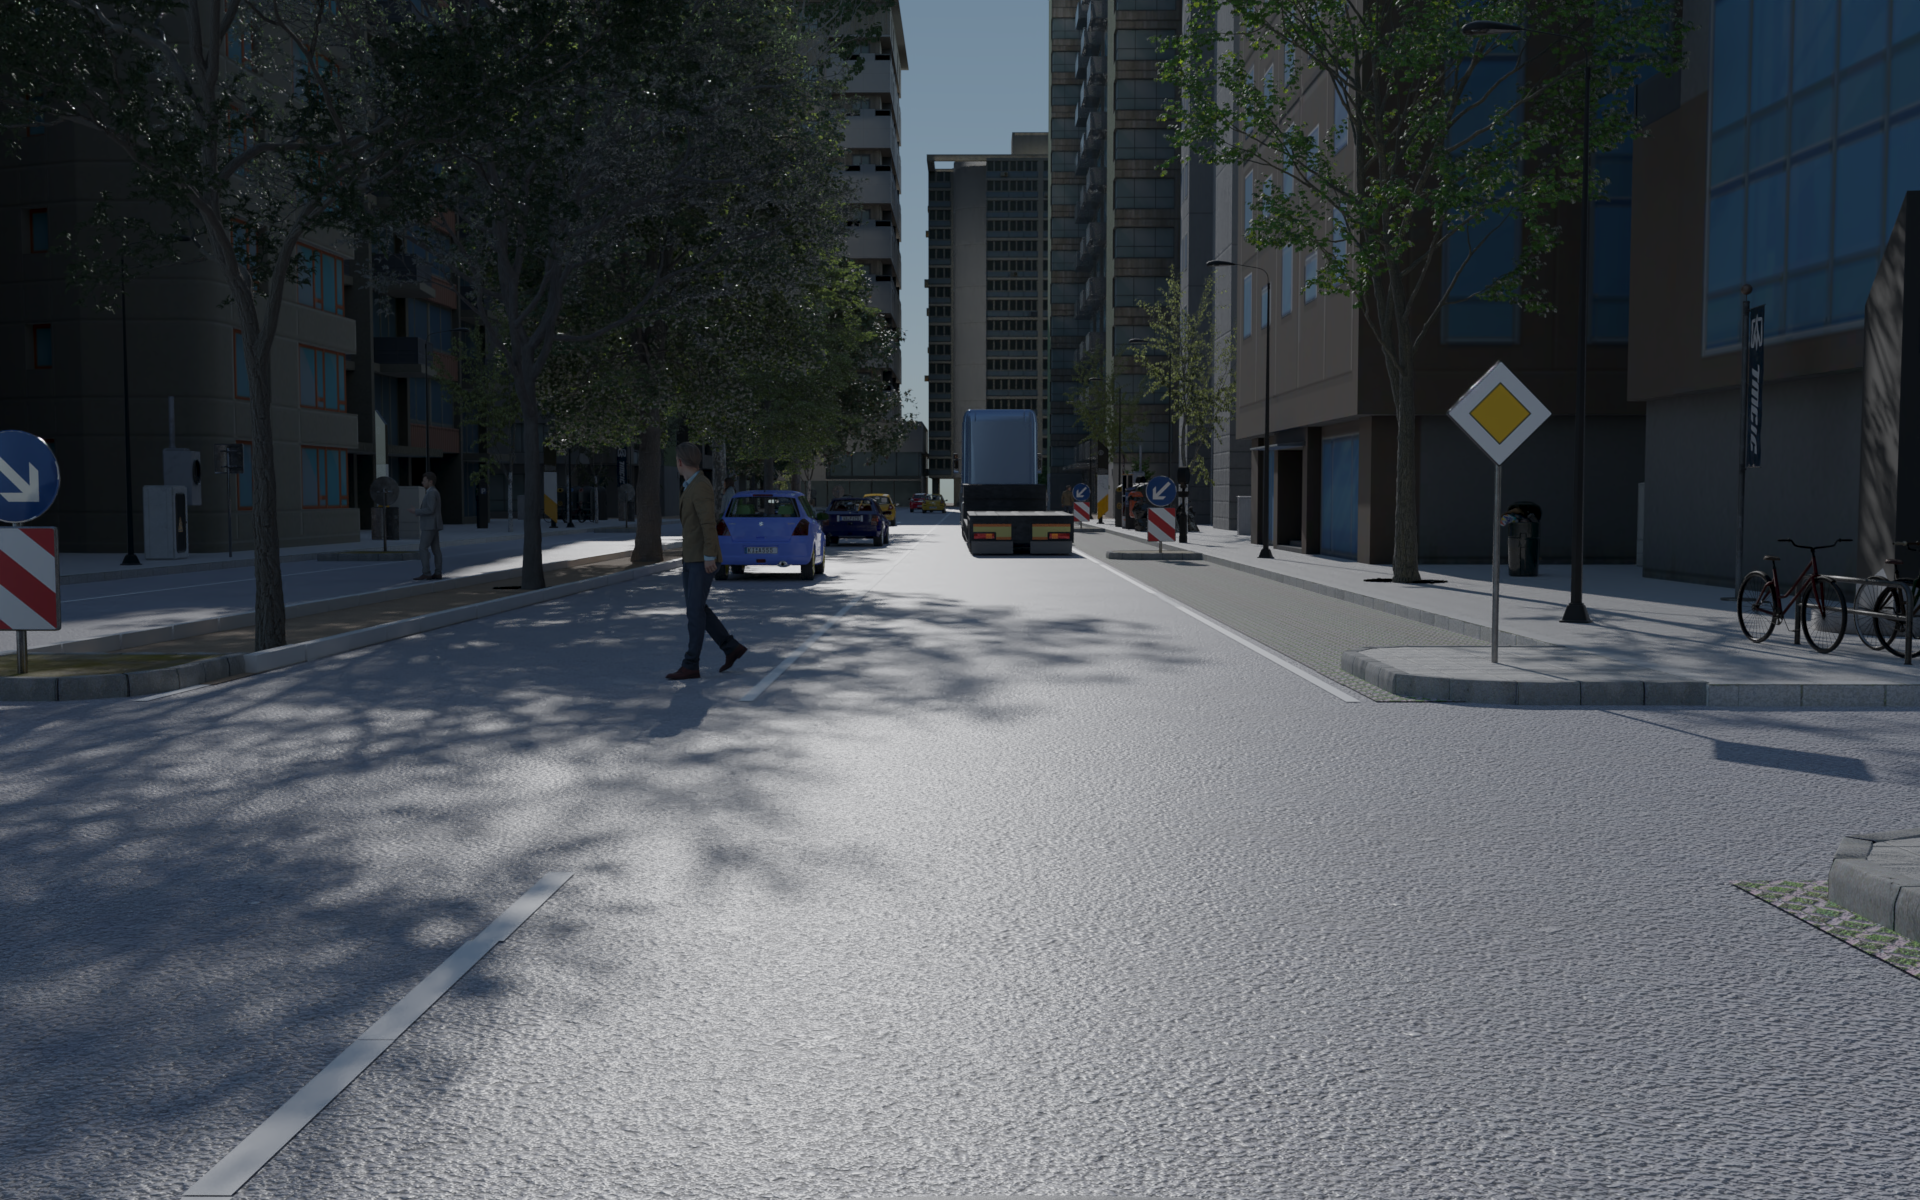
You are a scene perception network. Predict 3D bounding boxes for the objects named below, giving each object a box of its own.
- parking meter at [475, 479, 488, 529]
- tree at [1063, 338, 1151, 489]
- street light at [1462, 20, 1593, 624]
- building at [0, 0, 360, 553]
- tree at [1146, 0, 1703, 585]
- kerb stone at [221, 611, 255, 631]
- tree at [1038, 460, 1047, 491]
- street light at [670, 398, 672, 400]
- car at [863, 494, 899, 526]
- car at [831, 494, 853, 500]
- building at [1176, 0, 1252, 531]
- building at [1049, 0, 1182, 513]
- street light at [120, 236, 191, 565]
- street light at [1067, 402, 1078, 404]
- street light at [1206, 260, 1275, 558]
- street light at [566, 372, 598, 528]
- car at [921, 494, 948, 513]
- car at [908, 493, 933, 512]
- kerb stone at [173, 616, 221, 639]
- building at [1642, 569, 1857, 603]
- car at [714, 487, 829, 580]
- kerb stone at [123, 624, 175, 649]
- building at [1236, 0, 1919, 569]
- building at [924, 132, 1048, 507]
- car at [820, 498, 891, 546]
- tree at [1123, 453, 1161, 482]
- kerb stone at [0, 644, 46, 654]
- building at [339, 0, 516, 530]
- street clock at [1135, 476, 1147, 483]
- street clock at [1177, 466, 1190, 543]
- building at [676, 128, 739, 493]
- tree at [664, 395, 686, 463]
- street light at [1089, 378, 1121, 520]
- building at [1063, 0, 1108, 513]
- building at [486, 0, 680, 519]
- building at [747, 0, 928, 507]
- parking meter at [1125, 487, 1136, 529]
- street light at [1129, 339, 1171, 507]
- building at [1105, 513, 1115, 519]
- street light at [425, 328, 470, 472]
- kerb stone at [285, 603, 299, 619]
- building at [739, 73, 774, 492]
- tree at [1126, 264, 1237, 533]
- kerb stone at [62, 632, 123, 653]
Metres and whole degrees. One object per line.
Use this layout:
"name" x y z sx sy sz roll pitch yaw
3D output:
"parking meter" -17.817 -3.596 64.512 0.399 1.863 0.255 -3 5 -40
"tree" 6.966 -8.104 82.858 4.737 8.622 4.395 0 3 0
"street light" 5.625 -2.730 17.170 1.470 5.913 1.316 0 4 0
"building" -30.004 -11.403 31.479 27.650 21.520 28.899 0 4 0
"tree" 6.306 -6.059 24.823 9.928 11.665 9.643 0 3 0
"kerb stone" -7.722 0.230 18.441 0.120 0.150 1.000 0 4 0
"tree" 7.883 -11.144 165.923 4.285 4.588 4.351 0 3 0
"street light" -14.159 -6.787 83.503 1.470 5.913 1.316 0 4 0
"car" -3.794 -4.224 79.290 2.015 1.641 3.980 0 4 -1
"car" -9.253 -7.857 138.253 2.009 1.686 4.222 0 3 0
"building" 20.039 -32.482 73.082 21.231 58.520 28.212 0 4 0
"building" 14.090 -27.958 140.713 14.154 41.232 14.086 0 4 0
"street light" -14.450 -3.584 31.133 1.470 5.913 1.316 0 4 0
"street light" 6.032 -7.005 87.078 1.470 5.913 1.316 0 4 0
"street light" 5.591 -3.794 34.566 1.470 5.913 1.316 0 4 0
"street light" -14.363 -5.723 66.109 1.470 5.913 1.316 0 4 0
"car" -1.935 -7.337 130.184 2.015 1.641 3.980 0 4 2
"car" -3.018 -7.786 136.348 2.155 1.783 4.494 0 4 0
"kerb stone" -7.735 0.293 17.412 0.120 0.150 1.000 0 4 0
"building" 17.172 -22.512 18.182 14.200 45.320 14.600 0 4 0
"car" -3.264 -1.251 30.047 1.945 1.707 3.694 0 4 -1
"kerb stone" -7.738 0.359 16.376 0.120 0.150 1.000 0 4 0
"building" 14.038 -23.648 36.755 14.600 45.320 14.200 0 4 0
"building" 8.249 -30.375 188.508 23.993 40.220 32.217 0 4 0
"car" -2.934 -2.213 48.767 1.945 1.354 3.894 0 4 1
"tree" 7.854 -4.893 74.596 1.663 3.219 1.824 0 3 0
"kerb stone" -7.752 0.482 14.322 0.120 0.150 1.000 0 4 0
"building" -30.611 -25.258 67.588 22.147 44.769 28.867 0 4 0
"street clock" 7.234 -3.958 69.276 0.358 2.002 0.471 3 5 41
"street clock" 5.870 -2.504 45.505 0.358 2.002 0.471 1 4 23
"building" -22.068 -20.686 109.916 14.160 30.474 14.107 0 4 0
"tree" -15.733 -8.371 87.226 4.360 8.622 3.978 0 3 0
"street light" 5.855 -5.921 69.355 1.470 5.913 1.316 0 4 0
"building" 19.423 -30.496 118.212 23.786 49.044 30.456 0 4 0
"building" -23.810 -25.194 95.516 14.154 41.232 14.086 0 4 0
"building" -17.513 -36.453 185.251 27.495 52.752 28.713 0 4 0
"parking meter" 6.231 -3.359 63.324 0.372 1.533 0.369 0 3 0
"street light" 5.749 -4.857 51.960 1.470 5.913 1.316 0 4 0
"building" 15.057 -25.232 96.143 14.154 41.232 14.086 0 4 0
"street light" -14.383 -4.648 48.528 1.470 5.913 1.316 0 4 0
"kerb stone" -7.716 0.169 19.466 0.120 0.150 1.000 0 4 0
"building" -28.380 -27.871 147.573 23.993 40.220 32.217 0 4 0
"tree" 7.577 -6.468 56.110 4.360 8.622 3.978 0 3 0
"kerb stone" -7.751 0.419 15.350 0.120 0.150 1.000 0 4 0
